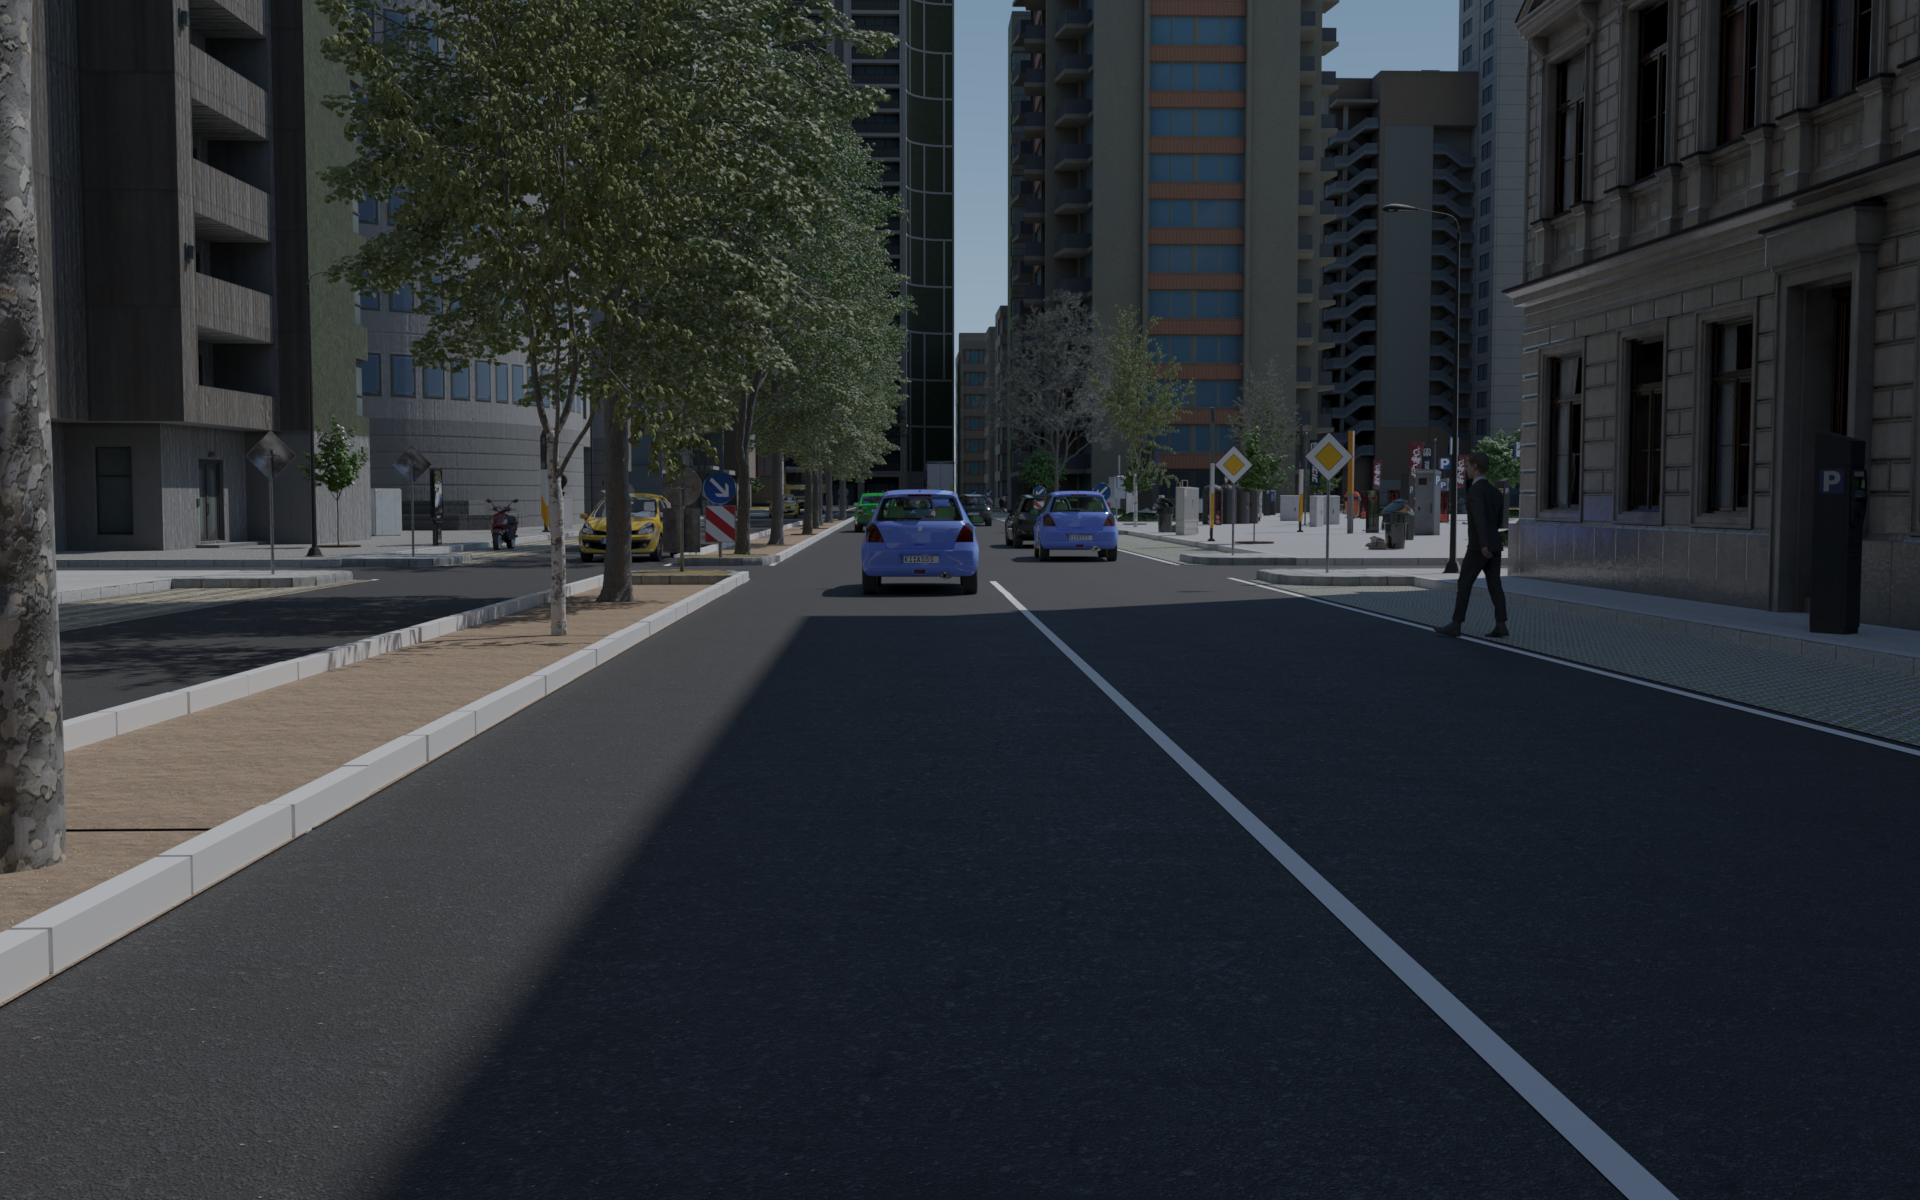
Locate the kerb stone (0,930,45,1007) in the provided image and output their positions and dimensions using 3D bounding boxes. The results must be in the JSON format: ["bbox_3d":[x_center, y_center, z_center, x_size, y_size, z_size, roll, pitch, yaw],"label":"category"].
[{"bbox_3d":[-2.734,1.078,4.613,0.120,0.150,1.000,0,4,-2],"label":"kerb stone"}]

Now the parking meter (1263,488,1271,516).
[{"bbox_3d":[18.083,-5.889,101.998,0.399,1.863,0.255,-1,4,-22],"label":"parking meter"}]

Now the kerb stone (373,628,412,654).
[{"bbox_3d":[-5.229,0.390,15.827,0.120,0.150,1.000,0,4,-2],"label":"kerb stone"}]

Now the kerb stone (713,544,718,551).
[{"bbox_3d":[-6.173,-1.272,42.987,0.120,0.150,1.000,0,4,-2],"label":"kerb stone"}]

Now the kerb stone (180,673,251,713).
[{"bbox_3d":[-5.072,0.640,11.733,0.120,0.150,1.000,0,4,-2],"label":"kerb stone"}]

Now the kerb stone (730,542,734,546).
[{"bbox_3d":[-6.308,-1.517,47.080,0.120,0.150,1.000,0,4,-2],"label":"kerb stone"}]

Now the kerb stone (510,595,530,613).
[{"bbox_3d":[-5.403,0.076,20.953,0.120,0.150,1.000,0,4,-2],"label":"kerb stone"}]

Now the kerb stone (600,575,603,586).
[{"bbox_3d":[-5.617,-0.300,27.101,0.120,0.150,1.000,0,4,-2],"label":"kerb stone"}]

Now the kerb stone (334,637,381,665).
[{"bbox_3d":[-5.187,0.452,14.804,0.120,0.150,1.000,0,4,-2],"label":"kerb stone"}]

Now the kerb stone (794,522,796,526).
[{"bbox_3d":[-7.286,-3.212,74.709,0.120,0.150,1.000,0,4,-2],"label":"kerb stone"}]

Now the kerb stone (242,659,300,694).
[{"bbox_3d":[-5.114,0.578,12.754,0.120,0.150,1.000,0,4,-2],"label":"kerb stone"}]

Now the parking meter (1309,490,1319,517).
[{"bbox_3d":[19.424,-5.481,95.330,0.255,1.863,0.399,2,4,35],"label":"parking meter"}]

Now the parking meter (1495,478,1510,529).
[{"bbox_3d":[20.013,-3.551,63.770,0.399,1.863,0.255,-3,4,-37],"label":"parking meter"}]

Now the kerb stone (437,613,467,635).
[{"bbox_3d":[-5.295,0.265,17.870,0.120,0.150,1.000,0,4,-2],"label":"kerb stone"}]

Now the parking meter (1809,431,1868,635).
[{"bbox_3d":[8.076,-0.624,15.920,0.255,1.863,0.399,-2,4,-35],"label":"parking meter"}]

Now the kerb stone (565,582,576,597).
[{"bbox_3d":[-5.510,-0.110,24.022,0.120,0.150,1.000,0,4,-2],"label":"kerb stone"}]

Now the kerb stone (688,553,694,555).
[{"bbox_3d":[-5.996,-0.948,37.867,0.120,0.150,1.000,0,4,-2],"label":"kerb stone"}]

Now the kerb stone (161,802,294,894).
[{"bbox_3d":[-2.806,0.950,6.657,0.120,0.150,1.000,0,4,-2],"label":"kerb stone"}]

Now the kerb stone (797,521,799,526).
[{"bbox_3d":[-7.354,-3.338,76.770,0.120,0.150,1.000,0,4,-2],"label":"kerb stone"}]

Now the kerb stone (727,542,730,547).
[{"bbox_3d":[-6.286,-1.455,46.052,0.120,0.150,1.000,0,4,-2],"label":"kerb stone"}]

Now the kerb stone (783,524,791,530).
[{"bbox_3d":[-7.175,-3.024,71.644,0.120,0.150,1.000,0,4,-2],"label":"kerb stone"}]

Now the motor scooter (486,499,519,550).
[{"bbox_3d":[-11.716,-1.942,44.526,0.815,1.314,1.986,0,4,-1],"label":"motor scooter"}]

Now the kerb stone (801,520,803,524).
[{"bbox_3d":[-7.459,-3.526,79.838,0.120,0.150,1.000,0,4,-2],"label":"kerb stone"}]

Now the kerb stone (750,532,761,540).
[{"bbox_3d":[-6.637,-2.077,56.276,0.120,0.150,1.000,0,4,-2],"label":"kerb stone"}]

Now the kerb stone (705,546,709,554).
[{"bbox_3d":[-6.102,-1.147,40.942,0.120,0.150,1.000,0,4,-2],"label":"kerb stone"}]

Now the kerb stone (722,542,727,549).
[{"bbox_3d":[-6.241,-1.393,45.031,0.120,0.150,1.000,0,4,-2],"label":"kerb stone"}]

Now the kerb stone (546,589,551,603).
[{"bbox_3d":[-5.462,-0.046,22.997,0.120,0.150,1.000,0,4,-2],"label":"kerb stone"}]

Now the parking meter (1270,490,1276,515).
[{"bbox_3d":[18.926,-5.896,104.804,0.372,1.533,0.369,0,3,0],"label":"parking meter"}]

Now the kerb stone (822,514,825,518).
[{"bbox_3d":[-8.500,-5.345,109.582,0.120,0.150,1.000,0,4,-2],"label":"kerb stone"}]

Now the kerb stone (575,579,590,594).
[{"bbox_3d":[-5.547,-0.175,25.056,0.120,0.150,1.000,0,4,-2],"label":"kerb stone"}]

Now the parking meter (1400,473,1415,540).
[{"bbox_3d":[12.433,-2.595,48.135,0.255,1.863,0.399,3,5,44],"label":"parking meter"}]

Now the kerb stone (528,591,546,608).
[{"bbox_3d":[-5.443,0.014,21.974,0.120,0.150,1.000,0,4,-2],"label":"kerb stone"}]

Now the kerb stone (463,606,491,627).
[{"bbox_3d":[-5.327,0.202,18.892,0.120,0.150,1.000,0,4,-2],"label":"kerb stone"}]

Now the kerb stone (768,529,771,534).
[{"bbox_3d":[-6.781,-2.336,60.388,0.120,0.150,1.000,0,4,-2],"label":"kerb stone"}]

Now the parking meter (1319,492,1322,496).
[{"bbox_3d":[22.385,-6.241,107.755,0.255,1.863,0.399,2,4,23],"label":"parking meter"}]

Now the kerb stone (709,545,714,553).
[{"bbox_3d":[-6.133,-1.206,41.966,0.120,0.150,1.000,0,4,-2],"label":"kerb stone"}]

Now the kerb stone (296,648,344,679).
[{"bbox_3d":[-5.148,0.520,13.783,0.120,0.150,1.000,0,4,-2],"label":"kerb stone"}]

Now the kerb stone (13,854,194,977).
[{"bbox_3d":[-2.768,1.015,5.634,0.120,0.150,1.000,0,4,-2],"label":"kerb stone"}]

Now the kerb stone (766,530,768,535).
[{"bbox_3d":[-6.749,-2.273,59.358,0.120,0.150,1.000,0,4,-2],"label":"kerb stone"}]

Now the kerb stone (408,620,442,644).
[{"bbox_3d":[-5.258,0.328,16.849,0.120,0.150,1.000,0,4,-2],"label":"kerb stone"}]

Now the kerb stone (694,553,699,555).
[{"bbox_3d":[-6.029,-1.017,38.898,0.120,0.150,1.000,0,4,-2],"label":"kerb stone"}]

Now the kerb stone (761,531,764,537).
[{"bbox_3d":[-6.680,-2.147,57.302,0.120,0.150,1.000,0,4,-2],"label":"kerb stone"}]

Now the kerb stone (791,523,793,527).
[{"bbox_3d":[-7.212,-3.087,72.665,0.120,0.150,1.000,0,4,-2],"label":"kerb stone"}]

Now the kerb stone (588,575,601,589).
[{"bbox_3d":[-5.585,-0.237,26.077,0.120,0.150,1.000,0,4,-2],"label":"kerb stone"}]

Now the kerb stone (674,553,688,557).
[{"bbox_3d":[-5.964,-0.895,36.834,0.120,0.150,1.000,0,4,-2],"label":"kerb stone"}]

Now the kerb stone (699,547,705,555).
[{"bbox_3d":[-6.065,-1.084,39.920,0.120,0.150,1.000,0,4,-2],"label":"kerb stone"}]

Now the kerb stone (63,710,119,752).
[{"bbox_3d":[-5.006,0.765,9.683,0.120,0.150,1.000,0,4,-2],"label":"kerb stone"}]

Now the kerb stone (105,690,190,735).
[{"bbox_3d":[-5.046,0.702,10.711,0.120,0.150,1.000,0,4,-2],"label":"kerb stone"}]

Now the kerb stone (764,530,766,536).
[{"bbox_3d":[-6.713,-2.205,58.330,0.120,0.150,1.000,0,4,-2],"label":"kerb stone"}]

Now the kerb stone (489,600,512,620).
[{"bbox_3d":[-5.360,0.139,19.918,0.120,0.150,1.000,0,4,-2],"label":"kerb stone"}]
